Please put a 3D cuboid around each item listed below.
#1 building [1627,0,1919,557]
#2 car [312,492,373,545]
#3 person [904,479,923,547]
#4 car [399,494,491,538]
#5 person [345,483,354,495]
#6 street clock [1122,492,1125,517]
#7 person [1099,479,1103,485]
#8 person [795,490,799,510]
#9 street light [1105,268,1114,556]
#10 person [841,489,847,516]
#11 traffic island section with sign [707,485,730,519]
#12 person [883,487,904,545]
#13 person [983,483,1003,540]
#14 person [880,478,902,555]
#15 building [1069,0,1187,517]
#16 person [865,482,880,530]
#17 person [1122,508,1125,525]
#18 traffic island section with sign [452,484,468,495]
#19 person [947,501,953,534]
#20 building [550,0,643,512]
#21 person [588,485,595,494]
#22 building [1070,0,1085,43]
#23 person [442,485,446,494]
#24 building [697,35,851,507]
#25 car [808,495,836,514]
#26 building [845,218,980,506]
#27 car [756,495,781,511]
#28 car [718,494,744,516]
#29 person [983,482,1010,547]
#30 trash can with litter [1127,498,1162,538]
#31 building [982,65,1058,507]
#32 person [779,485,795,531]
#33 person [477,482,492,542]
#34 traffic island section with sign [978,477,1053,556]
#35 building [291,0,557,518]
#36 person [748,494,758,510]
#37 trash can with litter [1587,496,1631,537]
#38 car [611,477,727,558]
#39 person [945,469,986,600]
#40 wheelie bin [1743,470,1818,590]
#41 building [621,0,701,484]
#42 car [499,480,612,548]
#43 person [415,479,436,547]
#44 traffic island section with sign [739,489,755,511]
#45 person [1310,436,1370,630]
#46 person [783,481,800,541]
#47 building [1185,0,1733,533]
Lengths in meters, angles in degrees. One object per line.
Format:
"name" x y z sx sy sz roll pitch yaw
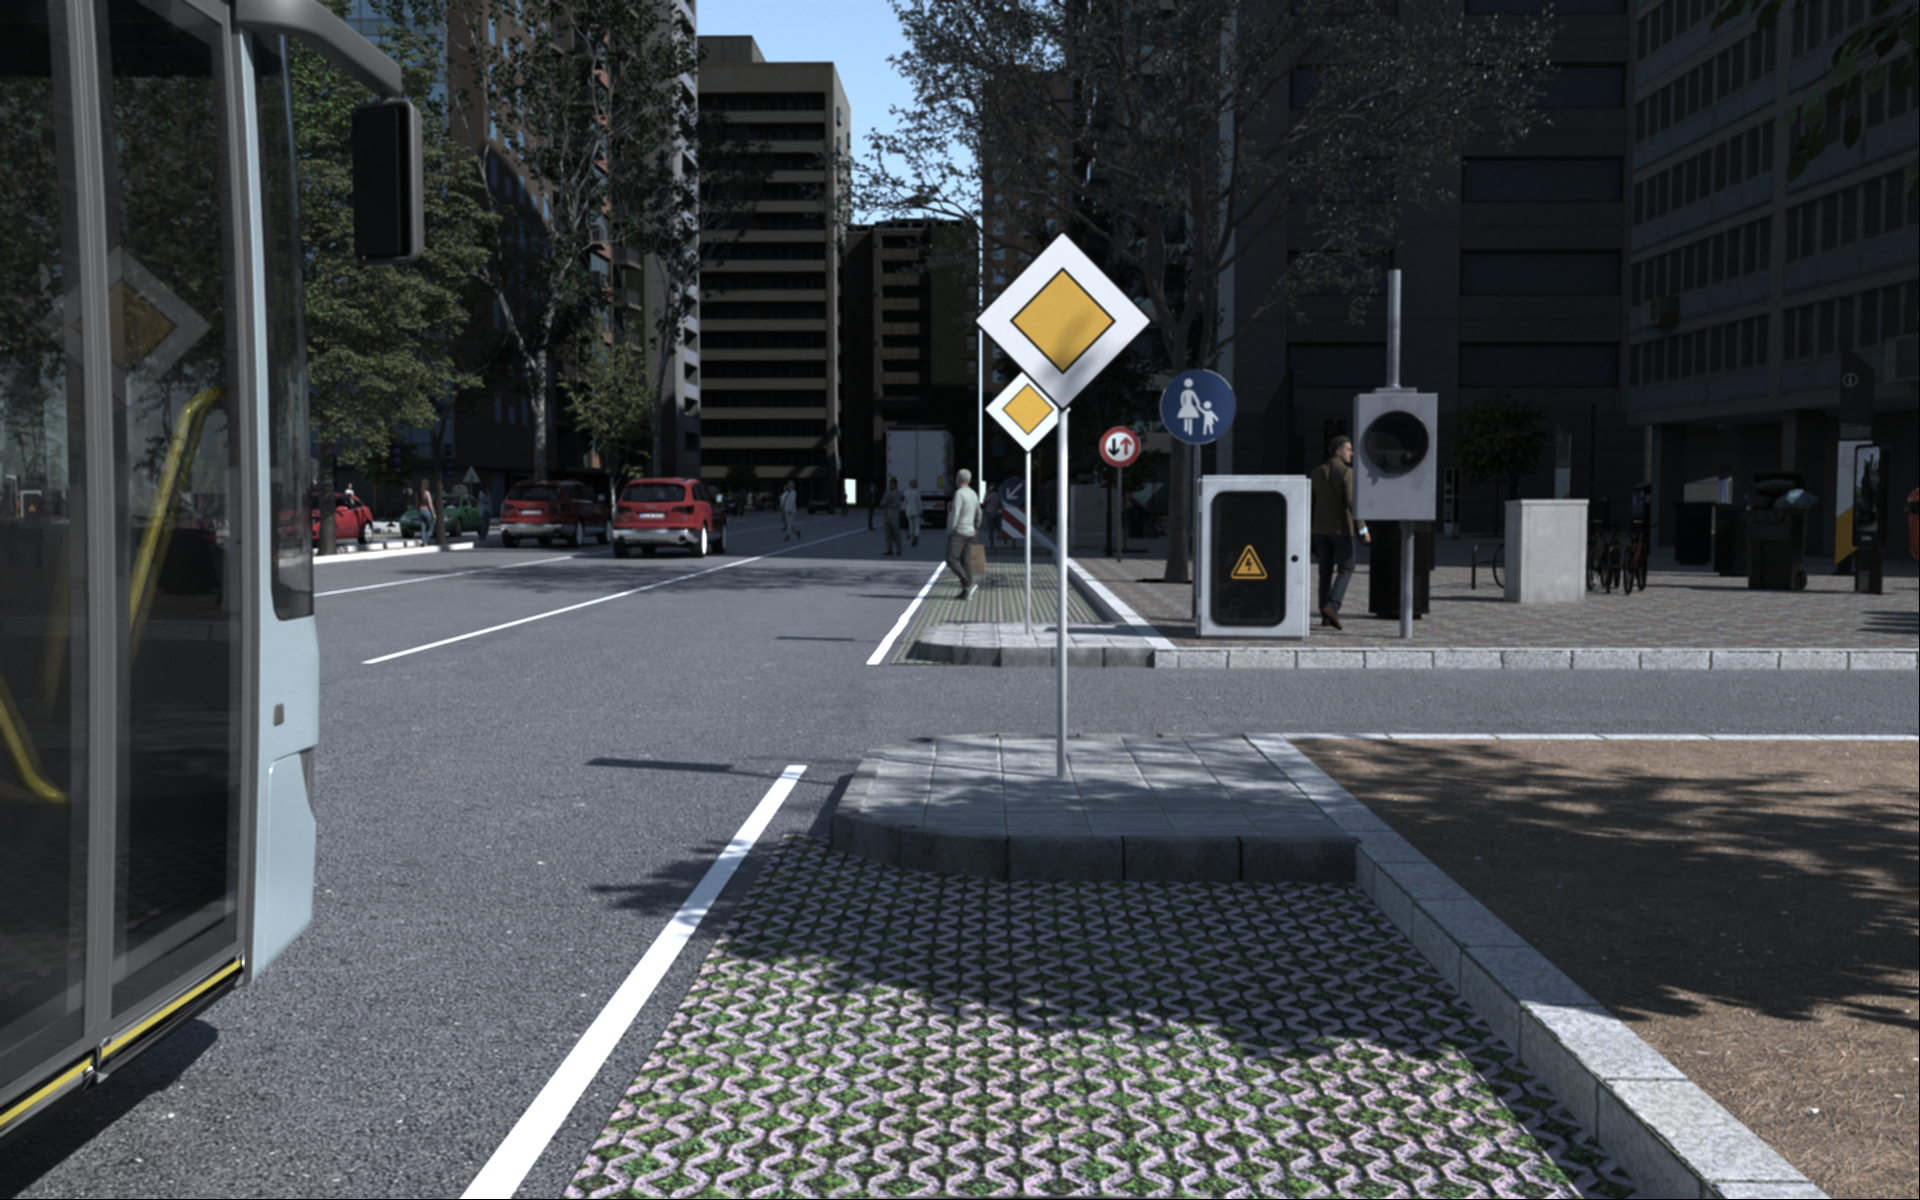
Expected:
"building" 28.173 -20.829 32.429 23.993 40.220 32.217 0 4 1
"car" -17.480 -2.321 46.996 2.155 1.783 4.494 0 4 2
"person" -1.266 -2.362 47.001 0.514 1.842 0.818 0 4 3
"car" -17.052 -2.795 57.495 2.131 1.459 4.920 0 4 2
"person" -25.706 -4.068 73.122 0.524 1.755 0.480 1 4 22
"street clock" 6.777 -4.189 73.066 0.358 2.002 0.471 0 4 6
"person" 3.872 -2.497 46.755 0.514 1.842 0.818 0 4 4
"person" -14.297 -8.734 151.258 0.705 1.831 1.348 1 4 17
"street light" 3.075 -3.840 35.568 0.468 5.910 1.993 0 4 1
"person" -7.522 -6.233 110.946 0.617 1.759 0.750 -3 5 -39
"traffic island section with sign" -13.101 -5.061 90.878 2.006 1.907 1.989 0 4 1
"person" -1.897 -2.400 48.338 0.643 1.750 0.593 -2 4 -24
"person" 1.018 -2.733 53.524 0.599 1.781 0.374 3 5 44
"person" -1.616 -1.948 40.524 0.511 1.800 0.466 1 4 20
"building" 19.230 -29.951 109.312 23.786 49.044 30.456 0 4 1
"person" -3.498 -3.782 69.694 0.474 1.900 0.648 1 4 19
"person" 6.410 -3.948 70.948 0.694 1.780 0.624 -3 4 -37
"traffic island section with sign" -19.804 -3.644 68.210 1.989 1.847 2.006 0 4 1
"person" -0.113 -1.325 34.446 0.394 1.301 0.425 -2 4 -29
"building" -34.582 -28.438 119.581 22.147 44.769 28.867 0 4 1
"person" -19.363 -5.088 91.054 0.648 1.900 0.474 0 4 6
"building" 15.186 -29.467 131.896 14.600 45.320 14.200 0 4 1
"person" -18.696 -3.266 62.075 0.590 1.801 0.661 -3 4 -38
"building" -23.115 -34.489 187.598 21.600 48.544 21.300 0 4 1
"car" -10.031 -6.907 125.503 1.945 1.354 3.894 0 4 1
"building" -4.942 -25.238 184.335 14.107 30.474 14.160 0 4 1
"car" -16.158 -8.168 146.123 1.945 1.354 3.894 0 4 2
"car" -15.268 -6.352 113.640 2.009 1.686 4.222 0 4 1
"person" 0.958 -2.202 45.090 0.643 1.750 0.593 2 4 34
"trash can with litter" 5.375 -2.396 50.557 1.055 1.170 0.624 2 4 26
"building" 9.489 -32.648 183.905 14.200 45.320 14.600 0 4 1
"person" -6.732 -3.602 67.620 0.641 1.798 0.478 -2 4 -26
"person" -13.818 -2.541 50.314 0.793 1.790 0.793 3 5 44
"traffic island section with sign" 1.163 -1.962 40.702 1.989 1.847 2.006 0 4 1
"building" -31.745 -27.394 98.010 14.600 45.320 14.200 0 4 1
"person" -18.362 -8.723 154.377 1.065 1.426 0.557 -1 4 -17
"trash can with litter" 19.364 -2.472 51.468 1.678 1.210 2.233 -3 4 -37
"car" -6.729 -1.941 40.417 2.281 1.827 5.304 0 4 0
"person" 0.119 -0.889 23.520 0.515 1.767 0.782 2 4 28
"wheelie bin" 11.033 -0.944 23.346 0.693 1.594 0.980 -3 5 -45
"building" -37.859 -37.376 153.097 28.212 58.520 21.231 0 4 1
"car" -11.028 -2.377 47.538 2.281 1.827 5.304 0 4 3
"person" -13.674 -2.193 44.369 0.555 1.821 0.388 1 4 12
"traffic island section with sign" -18.277 -8.380 145.639 1.989 1.847 2.006 0 4 1
"person" 3.599 -0.649 16.560 0.656 1.842 0.836 1 4 19
"person" -5.185 -2.767 53.616 0.514 1.842 0.818 3 5 45
"building" 19.741 -32.244 69.184 21.231 58.520 28.212 0 4 1
